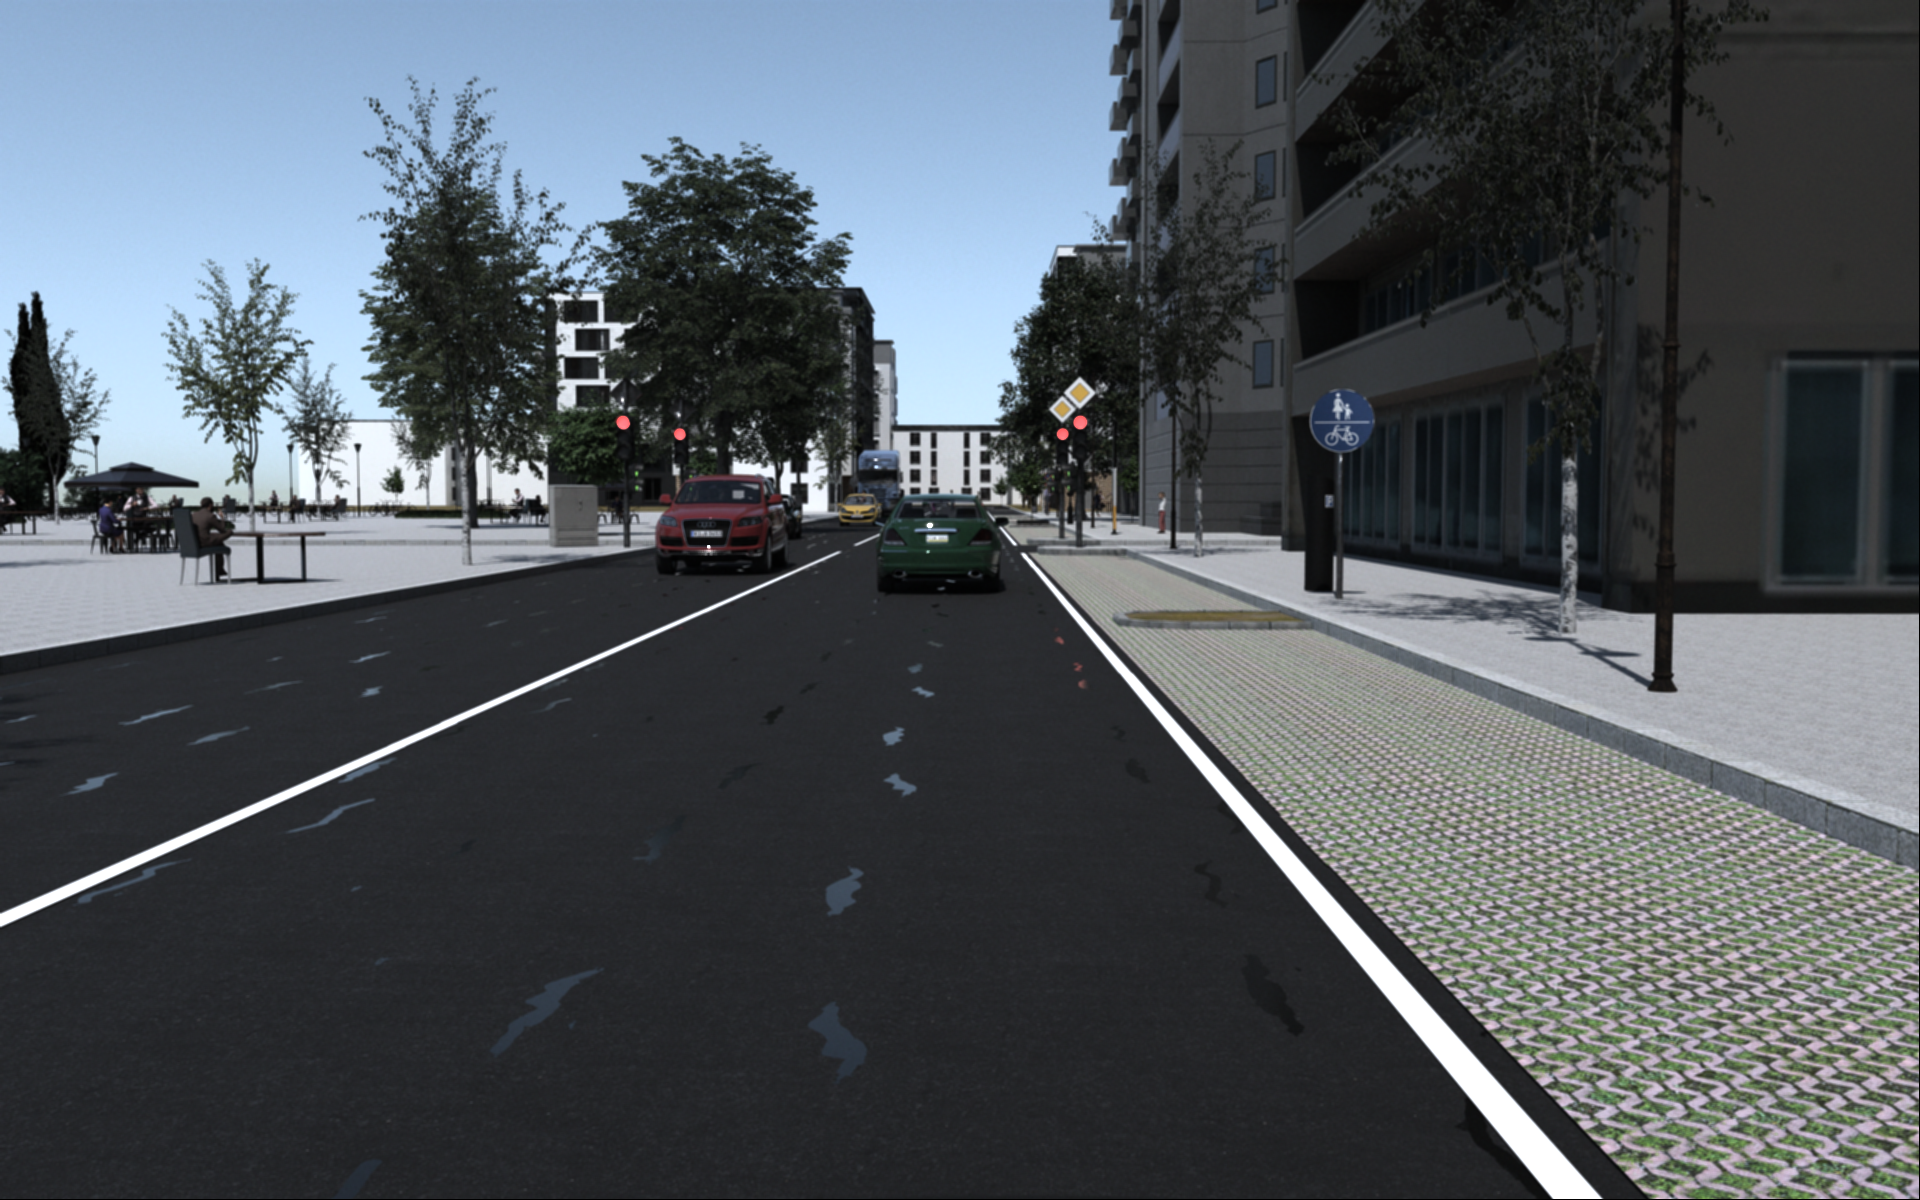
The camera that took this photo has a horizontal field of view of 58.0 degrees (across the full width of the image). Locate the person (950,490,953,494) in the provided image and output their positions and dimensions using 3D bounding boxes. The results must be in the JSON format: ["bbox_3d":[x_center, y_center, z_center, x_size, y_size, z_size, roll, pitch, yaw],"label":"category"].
[{"bbox_3d":[-0.753,-8.834,153.011,0.705,1.814,1.350,0,4,-6],"label":"person"}]

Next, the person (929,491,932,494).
[{"bbox_3d":[-2.726,-9.496,164.483,0.721,1.735,1.217,-1,4,-15],"label":"person"}]

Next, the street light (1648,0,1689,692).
[{"bbox_3d":[4.578,-2.344,11.109,0.468,5.910,1.993,0,4,0],"label":"street light"}]

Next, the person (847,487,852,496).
[{"bbox_3d":[-8.161,-7.506,128.909,0.705,1.807,1.348,-2,4,-29],"label":"person"}]

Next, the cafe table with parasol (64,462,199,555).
[{"bbox_3d":[-17.879,-1.992,37.435,2.610,1.966,2.610,0,4,-5],"label":"cafe table with parasol"}]

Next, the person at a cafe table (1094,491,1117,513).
[{"bbox_3d":[10.075,-6.870,120.842,1.622,1.524,1.698,2,4,33],"label":"person at a cafe table"}]

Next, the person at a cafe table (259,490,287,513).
[{"bbox_3d":[-45.851,-6.554,115.677,1.698,1.524,1.622,-1,4,-17],"label":"person at a cafe table"}]

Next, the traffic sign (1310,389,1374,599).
[{"bbox_3d":[4.637,-1.284,21.091,0.768,2.556,0.104,1,4,9],"label":"traffic sign"}]

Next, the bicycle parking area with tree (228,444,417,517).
[{"bbox_3d":[-36.729,-6.892,99.690,8.231,4.147,9.016,3,4,39],"label":"bicycle parking area with tree"}]

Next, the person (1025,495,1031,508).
[{"bbox_3d":[6.558,-9.565,163.132,1.217,1.736,0.721,-3,5,-41],"label":"person"}]

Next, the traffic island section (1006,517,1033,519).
[{"bbox_3d":[3.293,-4.817,101.616,1.991,0.108,1.994,0,4,0],"label":"traffic island section"}]

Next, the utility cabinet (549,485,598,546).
[{"bbox_3d":[-9.408,-2.050,42.200,1.173,1.500,0.318,-3,5,-41],"label":"utility cabinet"}]

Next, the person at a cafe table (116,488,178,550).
[{"bbox_3d":[-18.941,-1.938,40.204,1.698,1.524,1.622,-3,5,-39],"label":"person at a cafe table"}]

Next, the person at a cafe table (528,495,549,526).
[{"bbox_3d":[-16.920,-3.670,70.861,1.726,1.238,1.698,2,4,35],"label":"person at a cafe table"}]

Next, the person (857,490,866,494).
[{"bbox_3d":[-5.141,-4.938,90.700,0.566,1.644,0.517,-1,4,-20],"label":"person"}]

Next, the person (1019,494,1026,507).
[{"bbox_3d":[6.097,-9.813,166.481,0.705,1.824,1.348,2,4,29],"label":"person"}]

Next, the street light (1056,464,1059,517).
[{"bbox_3d":[5.352,-7.459,94.737,0.468,5.910,1.993,0,4,0],"label":"street light"}]

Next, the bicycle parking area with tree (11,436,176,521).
[{"bbox_3d":[-44.732,-6.088,86.546,8.231,4.147,9.016,3,5,39],"label":"bicycle parking area with tree"}]

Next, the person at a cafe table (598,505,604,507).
[{"bbox_3d":[-18.311,-4.671,84.891,1.698,1.524,1.622,1,4,10],"label":"person at a cafe table"}]

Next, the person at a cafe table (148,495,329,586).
[{"bbox_3d":[-10.411,-0.861,24.937,1.698,1.238,1.726,2,4,34],"label":"person at a cafe table"}]

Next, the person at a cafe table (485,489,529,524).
[{"bbox_3d":[-19.609,-4.103,75.596,1.622,1.524,1.698,-3,4,-38],"label":"person at a cafe table"}]

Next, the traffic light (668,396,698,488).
[{"bbox_3d":[-7.927,-3.704,49.481,0.839,4.253,0.868,0,4,0],"label":"traffic light"}]

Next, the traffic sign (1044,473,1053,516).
[{"bbox_3d":[5.214,-6.299,103.091,0.768,2.556,0.104,1,4,8],"label":"traffic sign"}]

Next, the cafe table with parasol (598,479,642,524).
[{"bbox_3d":[-14.671,-4.249,74.335,2.610,1.966,2.610,-3,5,-40],"label":"cafe table with parasol"}]

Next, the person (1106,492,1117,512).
[{"bbox_3d":[11.300,-7.371,127.268,1.217,1.736,0.721,1,4,20],"label":"person"}]

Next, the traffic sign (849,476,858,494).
[{"bbox_3d":[-7.554,-7.571,123.892,0.768,2.556,0.104,0,4,7],"label":"traffic sign"}]

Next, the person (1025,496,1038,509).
[{"bbox_3d":[6.282,-8.931,152.796,1.217,1.736,0.721,2,4,25],"label":"person"}]

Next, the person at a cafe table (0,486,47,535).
[{"bbox_3d":[-30.112,-2.825,54.710,1.622,1.524,1.698,3,4,37],"label":"person at a cafe table"}]

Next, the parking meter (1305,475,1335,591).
[{"bbox_3d":[4.765,-0.890,22.956,0.372,1.533,0.369,0,3,0],"label":"parking meter"}]

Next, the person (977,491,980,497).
[{"bbox_3d":[1.994,-11.334,194.590,0.721,1.735,1.217,0,4,-6],"label":"person"}]

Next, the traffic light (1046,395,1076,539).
[{"bbox_3d":[2.894,-3.700,49.422,0.839,4.253,0.868,0,4,0],"label":"traffic light"}]

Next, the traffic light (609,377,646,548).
[{"bbox_3d":[-7.983,-3.216,41.496,0.839,4.253,0.868,0,4,0],"label":"traffic light"}]

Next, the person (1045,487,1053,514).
[{"bbox_3d":[5.628,-6.314,109.140,0.599,1.838,0.709,0,4,-3],"label":"person"}]

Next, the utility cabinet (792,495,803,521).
[{"bbox_3d":[-7.845,-4.382,82.809,0.306,1.237,1.020,1,4,15],"label":"utility cabinet"}]

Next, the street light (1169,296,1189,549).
[{"bbox_3d":[5.000,-4.137,40.432,0.468,5.910,1.993,0,4,0],"label":"street light"}]

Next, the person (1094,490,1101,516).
[{"bbox_3d":[7.853,-5.589,99.970,0.613,1.512,0.480,-3,4,-38],"label":"person"}]

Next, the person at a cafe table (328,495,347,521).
[{"bbox_3d":[-30.151,-4.401,82.824,1.726,1.238,1.698,1,4,20],"label":"person at a cafe table"}]

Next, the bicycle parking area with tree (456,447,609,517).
[{"bbox_3d":[-25.146,-7.006,101.544,8.231,4.147,9.016,-1,4,-21],"label":"bicycle parking area with tree"}]

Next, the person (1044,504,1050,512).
[{"bbox_3d":[6.048,-6.579,121.896,0.655,0.850,0.859,1,4,12],"label":"person"}]

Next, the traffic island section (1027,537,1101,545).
[{"bbox_3d":[2.934,-1.667,49.536,2.009,0.180,2.903,0,4,0],"label":"traffic island section"}]

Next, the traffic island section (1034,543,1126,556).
[{"bbox_3d":[2.878,-1.179,41.551,2.009,0.180,2.903,0,4,0],"label":"traffic island section"}]

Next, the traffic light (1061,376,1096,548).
[{"bbox_3d":[2.838,-3.212,41.438,0.839,4.253,0.868,0,4,0],"label":"traffic light"}]

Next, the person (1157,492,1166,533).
[{"bbox_3d":[6.583,-2.858,56.688,0.340,1.345,0.435,0,4,-4],"label":"person"}]

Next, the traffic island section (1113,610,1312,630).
[{"bbox_3d":[2.711,0.227,19.157,1.991,0.108,1.994,0,4,0],"label":"traffic island section"}]

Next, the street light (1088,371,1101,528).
[{"bbox_3d":[5.032,-5.667,65.439,0.468,5.910,1.993,0,4,0],"label":"street light"}]
